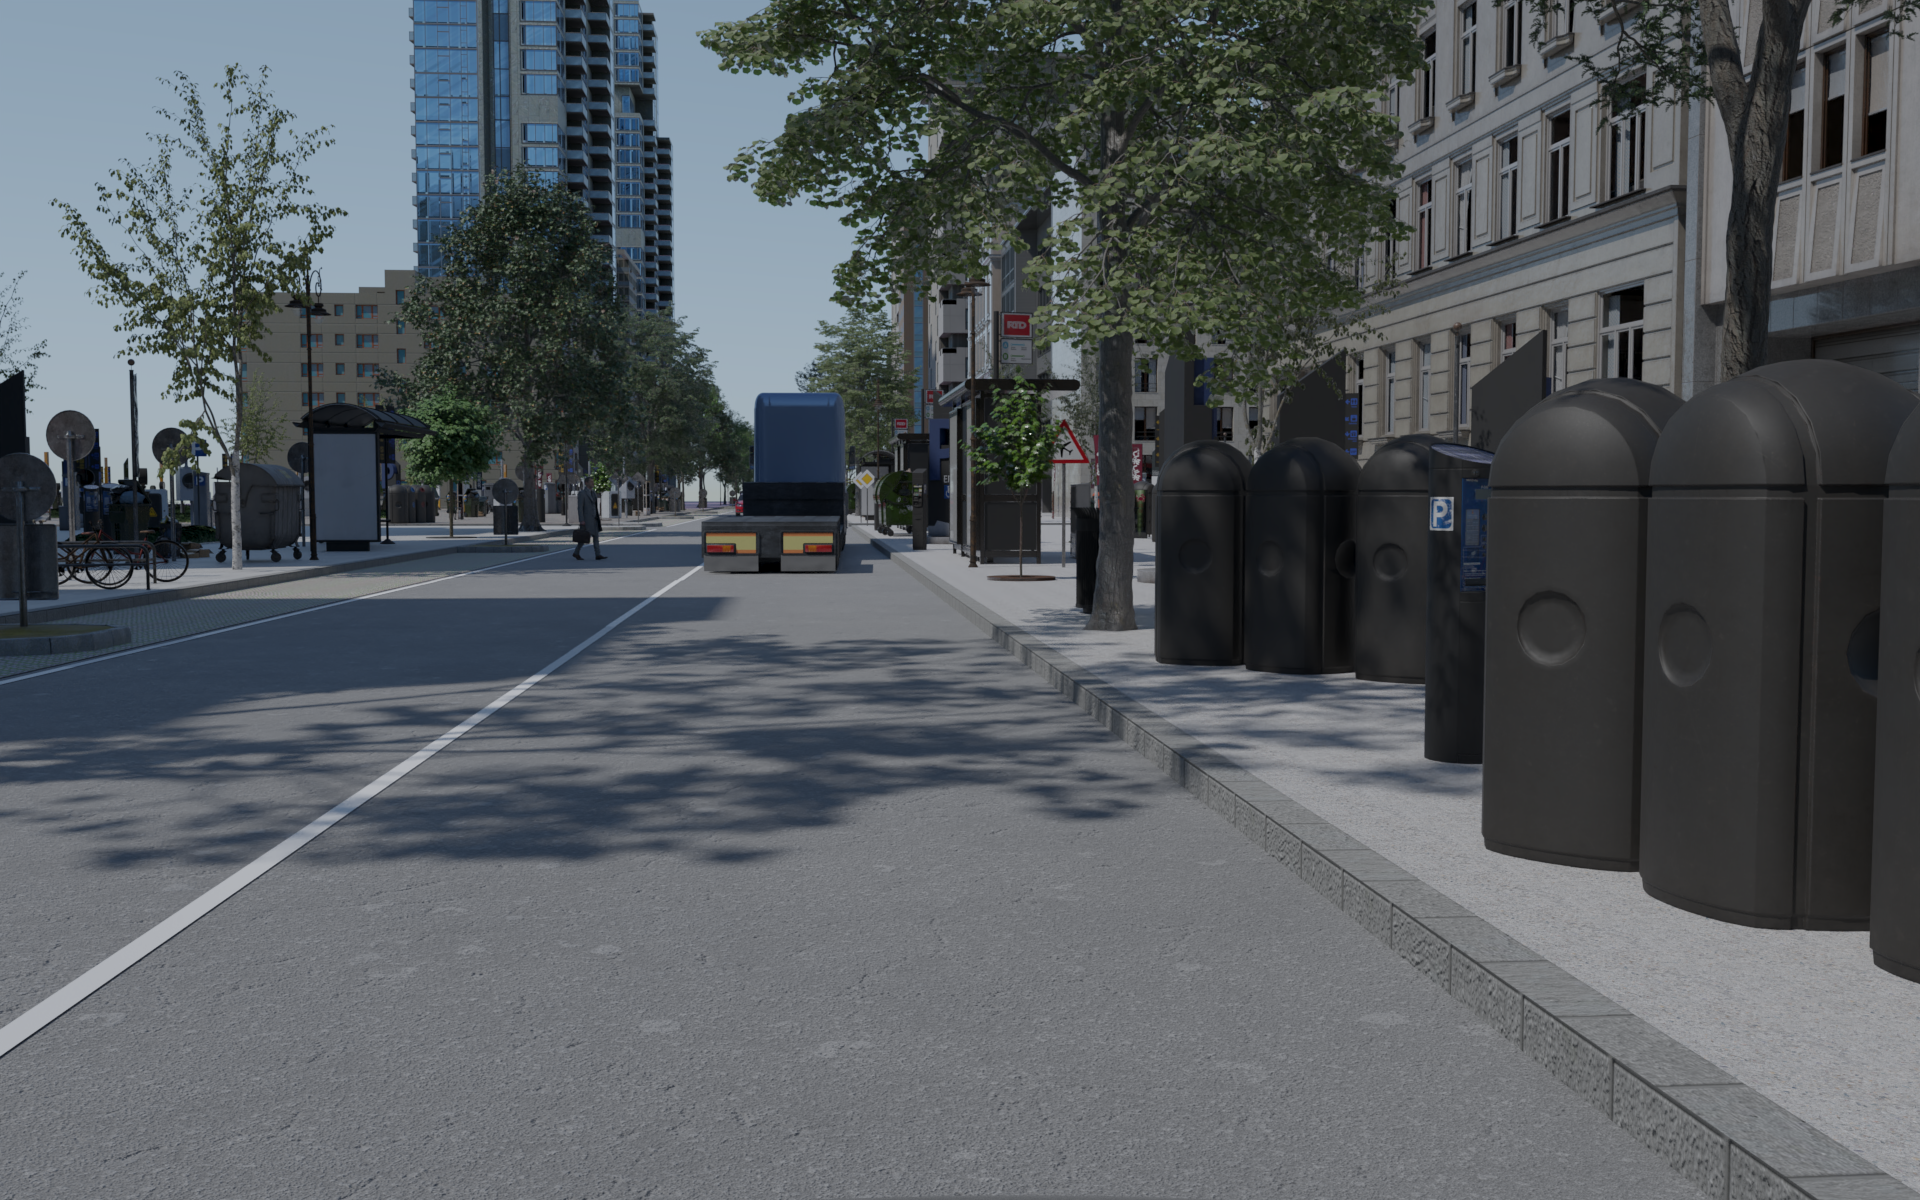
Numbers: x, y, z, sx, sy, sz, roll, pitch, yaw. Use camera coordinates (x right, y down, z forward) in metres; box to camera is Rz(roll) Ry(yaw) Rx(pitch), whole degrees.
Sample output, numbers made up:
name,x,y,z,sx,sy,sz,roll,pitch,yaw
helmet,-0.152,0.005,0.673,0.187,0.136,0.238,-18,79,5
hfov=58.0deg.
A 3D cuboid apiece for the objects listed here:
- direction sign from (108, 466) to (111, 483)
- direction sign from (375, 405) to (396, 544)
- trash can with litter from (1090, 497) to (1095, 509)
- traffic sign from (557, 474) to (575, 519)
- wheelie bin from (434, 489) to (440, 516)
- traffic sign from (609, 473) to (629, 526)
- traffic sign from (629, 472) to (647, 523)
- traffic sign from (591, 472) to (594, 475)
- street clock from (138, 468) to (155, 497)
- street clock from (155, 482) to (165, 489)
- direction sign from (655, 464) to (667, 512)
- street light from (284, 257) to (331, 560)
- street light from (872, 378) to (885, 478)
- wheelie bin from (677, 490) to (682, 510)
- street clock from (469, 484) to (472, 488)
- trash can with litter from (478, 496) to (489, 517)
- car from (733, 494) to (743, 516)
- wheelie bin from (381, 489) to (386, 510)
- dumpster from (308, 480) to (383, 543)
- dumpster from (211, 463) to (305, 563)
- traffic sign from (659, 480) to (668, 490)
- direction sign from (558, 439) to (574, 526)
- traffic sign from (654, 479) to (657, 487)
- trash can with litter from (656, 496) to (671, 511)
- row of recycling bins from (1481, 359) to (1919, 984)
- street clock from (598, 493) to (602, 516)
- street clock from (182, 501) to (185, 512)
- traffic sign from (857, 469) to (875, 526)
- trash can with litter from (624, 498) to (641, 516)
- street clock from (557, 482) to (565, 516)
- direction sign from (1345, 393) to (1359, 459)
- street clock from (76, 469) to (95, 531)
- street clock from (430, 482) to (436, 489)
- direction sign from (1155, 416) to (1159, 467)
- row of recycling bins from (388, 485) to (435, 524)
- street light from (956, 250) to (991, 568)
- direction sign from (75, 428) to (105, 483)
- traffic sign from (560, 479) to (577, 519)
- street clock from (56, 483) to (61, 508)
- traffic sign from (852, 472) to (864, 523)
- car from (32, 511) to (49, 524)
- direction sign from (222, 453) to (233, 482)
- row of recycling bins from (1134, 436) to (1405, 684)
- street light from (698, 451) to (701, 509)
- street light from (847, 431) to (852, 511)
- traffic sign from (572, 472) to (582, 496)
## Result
name,x,y,z,sx,sy,sz,roll,pitch,yaw
direction sign,-69.864,-9.146,141.537,0.876,3.537,0.379,-1,4,-22
direction sign,-14.688,-3.201,44.339,0.379,3.537,0.876,1,4,12
trash can with litter,6.188,-4.097,78.366,1.055,1.170,0.624,2,4,29
traffic sign,-18.133,-4.873,79.684,0.884,2.594,0.081,0,4,3
wheelie bin,-30.557,-5.634,100.031,0.693,1.594,0.980,3,5,40
traffic sign,-13.535,-3.979,68.693,0.795,2.450,0.064,0,4,-5
traffic sign,-14.240,-4.465,76.647,0.795,2.450,0.064,0,4,-5
traffic sign,-21.007,-6.052,98.950,0.884,2.594,0.081,0,4,4
street clock,-22.667,-2.661,48.085,0.358,2.002,0.471,-1,4,-22
street clock,-46.335,-5.875,100.623,0.358,2.002,0.471,-1,4,-10
direction sign,-21.574,-8.126,124.861,0.876,3.537,0.379,0,4,6
street light,-12.552,-3.712,33.480,0.468,5.910,1.993,0,4,-5
street light,-3.266,-5.895,69.177,0.468,5.910,1.993,0,4,-5
wheelie bin,-21.903,-7.789,135.264,0.693,1.594,0.980,0,4,3
street clock,-35.173,-7.305,124.010,0.358,2.002,0.471,1,4,22
trash can with litter,-26.884,-5.266,97.489,0.624,1.170,1.055,0,4,-7
car,-13.842,-6.418,113.973,2.155,1.783,4.494,0,4,-5
wheelie bin,-33.912,-5.713,101.323,0.980,1.594,0.693,-3,4,-37
dumpster,-16.253,-2.650,45.820,1.502,2.255,1.985,0,4,-5
dumpster,-13.408,-1.672,33.099,1.264,1.857,1.865,0,4,-5
traffic sign,-25.517,-9.114,149.116,0.768,2.556,0.104,0,4,-1
direction sign,-15.718,-4.716,69.112,0.876,3.537,0.379,3,4,36
traffic sign,-24.829,-8.527,139.522,0.768,2.556,0.104,0,4,-1
trash can with litter,-21.971,-7.177,128.737,1.055,1.170,0.624,2,4,28
row of recycling bins,2.818,0.131,4.970,1.069,1.692,3.534,-1,4,-23
street clock,-21.100,-5.948,101.824,0.471,2.002,0.358,0,4,-1
street clock,-43.282,-5.616,96.392,0.358,2.002,0.471,-1,4,-16
traffic sign,-3.727,-4.030,69.538,0.795,2.450,0.064,0,4,-5
trash can with litter,-19.185,-5.514,101.549,1.055,1.170,0.624,0,4,-7
street clock,-23.672,-6.041,103.341,0.358,2.002,0.471,2,4,34
direction sign,8.536,-2.877,39.035,0.876,3.537,0.379,2,4,29
street clock,-25.153,-2.770,49.856,0.471,2.002,0.358,-1,4,-21
street clock,-32.633,-6.270,107.084,0.471,2.002,0.358,0,4,-2
direction sign,6.062,-3.546,49.982,0.876,3.537,0.379,0,4,1
row of recycling bins,-24.254,-4.243,76.483,1.069,1.692,3.534,1,4,8
street light,0.229,-3.506,30.114,0.468,5.910,1.993,0,4,-5
direction sign,-30.132,-4.151,59.862,0.876,3.537,0.379,0,4,4
traffic sign,-20.464,-5.536,90.525,0.884,2.594,0.081,0,4,3
street clock,-58.262,-6.566,111.921,0.358,2.002,0.471,-1,4,-16
traffic sign,-4.432,-4.517,77.492,0.795,2.450,0.064,0,4,-5
car,-39.874,-3.760,70.143,5.304,1.827,2.281,0,4,-6
direction sign,-40.849,-6.414,96.870,0.379,3.537,0.876,2,4,31
row of recycling bins,2.902,-0.321,12.355,3.534,1.692,1.069,3,5,40
street light,-23.022,-11.026,153.067,0.468,5.910,1.993,0,4,-5
street light,-7.162,-8.554,112.641,0.468,5.910,1.993,0,4,-5
traffic sign,-20.420,-5.541,91.787,0.795,2.450,0.064,0,4,-3
